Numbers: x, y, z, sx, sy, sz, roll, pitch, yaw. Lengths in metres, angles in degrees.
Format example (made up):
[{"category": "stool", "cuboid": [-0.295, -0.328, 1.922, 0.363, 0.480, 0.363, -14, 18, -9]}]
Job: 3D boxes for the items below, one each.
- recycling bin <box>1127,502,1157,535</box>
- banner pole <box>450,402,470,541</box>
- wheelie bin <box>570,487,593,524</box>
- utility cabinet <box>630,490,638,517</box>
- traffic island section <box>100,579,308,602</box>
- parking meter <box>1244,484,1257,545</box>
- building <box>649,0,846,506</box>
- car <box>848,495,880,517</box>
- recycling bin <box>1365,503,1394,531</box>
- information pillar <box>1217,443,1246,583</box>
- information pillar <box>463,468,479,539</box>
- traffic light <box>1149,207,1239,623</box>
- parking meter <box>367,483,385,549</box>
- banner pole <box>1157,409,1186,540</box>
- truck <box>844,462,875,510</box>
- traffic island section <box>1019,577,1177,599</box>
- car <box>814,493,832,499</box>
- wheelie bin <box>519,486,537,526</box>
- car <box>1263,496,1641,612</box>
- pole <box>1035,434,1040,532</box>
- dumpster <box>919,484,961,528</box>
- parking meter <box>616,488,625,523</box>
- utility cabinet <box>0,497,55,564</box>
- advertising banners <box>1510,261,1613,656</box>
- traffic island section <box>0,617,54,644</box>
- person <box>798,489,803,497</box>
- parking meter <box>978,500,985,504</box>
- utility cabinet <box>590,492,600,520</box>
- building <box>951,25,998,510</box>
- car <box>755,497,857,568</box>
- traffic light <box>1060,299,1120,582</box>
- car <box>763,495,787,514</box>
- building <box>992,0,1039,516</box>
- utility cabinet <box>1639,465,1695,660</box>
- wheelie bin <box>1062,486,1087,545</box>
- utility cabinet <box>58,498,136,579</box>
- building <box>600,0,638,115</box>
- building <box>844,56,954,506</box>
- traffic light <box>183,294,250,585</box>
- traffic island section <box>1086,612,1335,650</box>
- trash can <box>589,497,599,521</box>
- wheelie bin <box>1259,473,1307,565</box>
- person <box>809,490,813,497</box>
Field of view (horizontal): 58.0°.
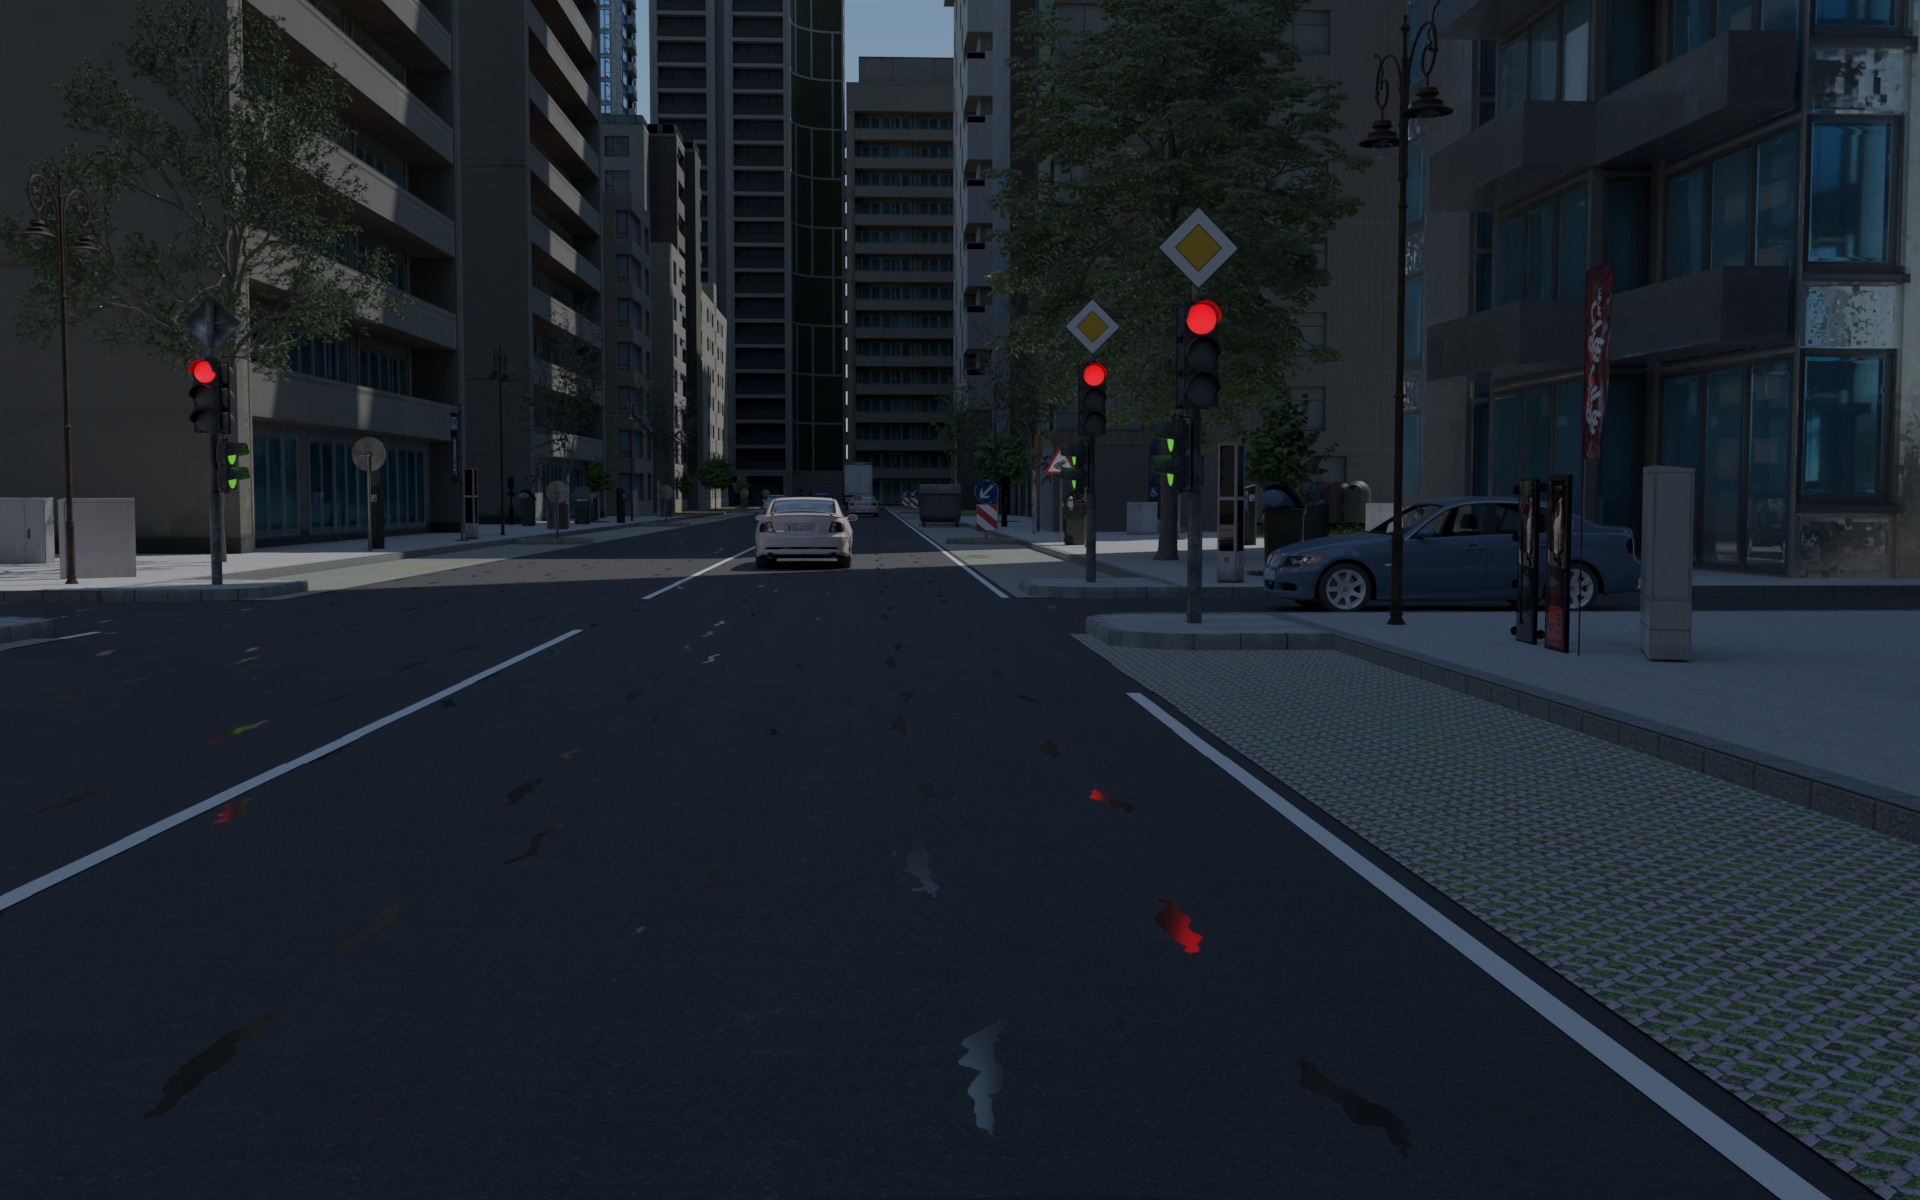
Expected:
[{"category": "recycling bin", "cuboid": [5.768, -2.588, 54.865, 0.722, 1.027, 0.722, 3, 5, 44]}, {"category": "banner pole", "cuboid": [-13.625, -3.482, 46.951, 0.401, 3.779, 0.863, 0, 4, 8]}, {"category": "wheelie bin", "cuboid": [-16.007, -3.997, 73.267, 0.980, 1.594, 0.693, -1, 4, -10]}, {"category": "utility cabinet", "cuboid": [-17.853, -5.269, 94.823, 0.318, 1.500, 1.173, -1, 4, -16]}, {"category": "traffic island section", "cuboid": [-10.547, -0.139, 24.550, 2.009, 0.180, 2.903, 0, 4, -3]}, {"category": "parking meter", "cuboid": [7.238, -2.140, 43.400, 0.372, 1.533, 0.369, 0, 3, 0]}, {"category": "building", "cuboid": [-23.207, -46.198, 193.587, 20.611, 71.187, 20.563, 0, 4, -3]}, {"category": "car", "cuboid": [-6.044, -5.899, 108.816, 2.083, 1.381, 4.827, 0, 4, -2]}, {"category": "recycling bin", "cuboid": [11.835, -2.193, 48.411, 0.722, 1.027, 0.722, -2, 4, -34]}, {"category": "information pillar", "cuboid": [3.917, -1.256, 25.030, 0.304, 2.012, 0.304, 2, 4, 33]}, {"category": "information pillar", "cuboid": [-13.836, -2.722, 49.001, 0.304, 2.012, 0.304, 0, 4, 7]}, {"category": "traffic light", "cuboid": [2.313, -1.725, 17.120, 0.839, 4.253, 0.868, 0, 4, -3]}, {"category": "parking meter", "cuboid": [-13.668, -1.964, 40.515, 0.372, 1.533, 0.369, 0, 3, 0]}, {"category": "banner pole", "cuboid": [5.916, -3.583, 48.600, 0.863, 3.779, 0.401, 1, 4, 18]}, {"category": "truck", "cuboid": [-9.199, -10.339, 157.960, 2.839, 4.237, 11.283, 0, 4, -3]}, {"category": "traffic island section", "cuboid": [1.927, -0.179, 25.210, 2.009, 0.180, 2.903, 0, 4, -3]}, {"category": "car", "cuboid": [-12.824, -9.220, 160.333, 1.945, 1.707, 3.694, 0, 4, -1]}, {"category": "wheelie bin", "cuboid": [-17.352, -3.769, 69.534, 0.693, 1.594, 0.980, -1, 4, -12]}, {"category": "car", "cuboid": [6.010, -0.573, 21.377, 4.499, 1.417, 2.014, 0, 4, -3]}, {"category": "pole", "cuboid": [2.637, -3.996, 59.177, 0.158, 3.312, 0.155, 0, 3, 0]}, {"category": "dumpster", "cuboid": [-0.851, -4.012, 73.805, 1.865, 1.857, 1.264, 0, 4, -2]}, {"category": "parking meter", "cuboid": [-14.986, -4.164, 76.499, 0.372, 1.533, 0.369, 0, 3, 0]}, {"category": "utility cabinet", "cuboid": [-17.307, -1.275, 32.009, 1.020, 1.237, 0.306, 0, 4, 6]}, {"category": "advertising banners", "cuboid": [4.889, -1.097, 14.125, 0.090, 3.025, 2.074, 0, 3, 0]}, {"category": "traffic island section", "cuboid": [-10.121, 0.349, 16.576, 2.009, 0.180, 2.903, 0, 4, -3]}, {"category": "person", "cuboid": [-14.103, -8.861, 153.003, 0.705, 1.869, 1.348, 1, 4, 18]}, {"category": "parking meter", "cuboid": [0.963, -4.279, 75.669, 0.399, 1.863, 0.255, 1, 4, 8]}, {"category": "utility cabinet", "cuboid": [-18.258, -4.695, 85.441, 0.318, 1.500, 1.173, 2, 4, 25]}, {"category": "building", "cuboid": [11.223, -50.009, 130.321, 22.319, 86.520, 31.000, 0, 4, -3]}, {"category": "car", "cuboid": [-3.111, -1.380, 34.919, 2.083, 1.381, 4.827, 0, 4, -3]}, {"category": "traffic light", "cuboid": [1.886, -2.212, 25.094, 0.839, 4.253, 0.868, 0, 4, -3]}, {"category": "car", "cuboid": [-13.619, -7.125, 128.856, 2.083, 1.381, 4.827, 0, 4, -4]}, {"category": "building", "cuboid": [9.437, -28.044, 108.631, 14.600, 45.320, 14.200, 0, 4, -3]}, {"category": "utility cabinet", "cuboid": [5.598, -0.307, 13.702, 0.318, 1.500, 1.173, 1, 4, 18]}, {"category": "wheelie bin", "cuboid": [2.922, -2.194, 43.781, 0.693, 1.594, 0.980, 0, 4, 3]}, {"category": "utility cabinet", "cuboid": [-13.202, -0.939, 26.507, 1.020, 1.237, 0.306, -3, 5, -44]}, {"category": "building", "cuboid": [-49.013, -53.809, 192.441, 31.000, 86.520, 22.319, 0, 4, -3]}, {"category": "building", "cuboid": [-2.188, -35.031, 196.463, 21.600, 48.544, 21.300, 0, 4, -3]}, {"category": "traffic light", "cuboid": [-10.507, -2.171, 24.417, 0.839, 4.253, 0.868, 0, 4, -3]}, {"category": "traffic island section", "cuboid": [2.353, 0.309, 17.236, 2.009, 0.180, 2.903, 0, 4, -3]}, {"category": "trash can", "cuboid": [-17.549, -4.327, 82.398, 0.748, 1.137, 0.748, 0, 3, 0]}, {"category": "wheelie bin", "cuboid": [4.823, -1.099, 25.873, 0.693, 1.594, 0.980, 1, 4, 13]}, {"category": "person", "cuboid": [-12.596, -8.450, 146.676, 0.705, 1.821, 1.348, 0, 4, 7]}]
